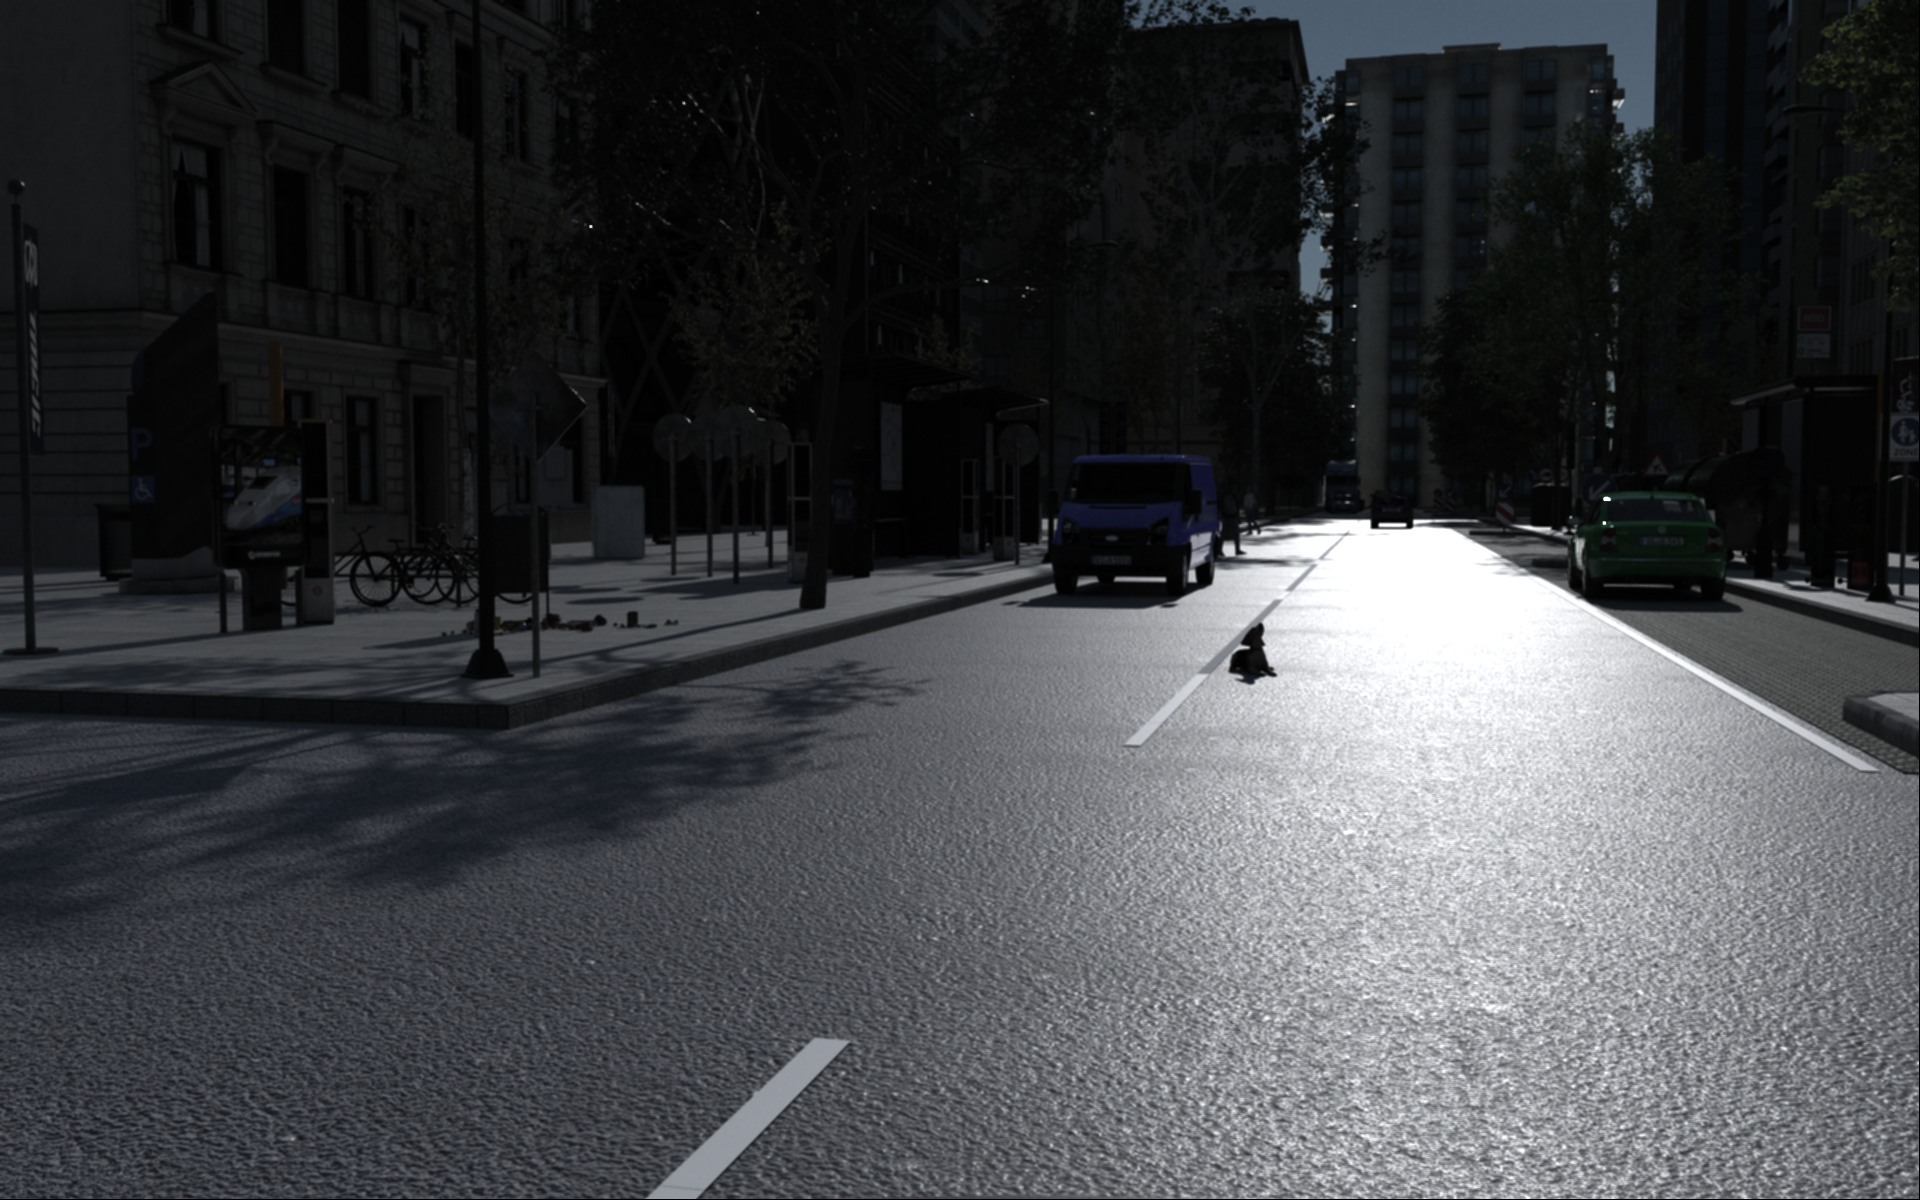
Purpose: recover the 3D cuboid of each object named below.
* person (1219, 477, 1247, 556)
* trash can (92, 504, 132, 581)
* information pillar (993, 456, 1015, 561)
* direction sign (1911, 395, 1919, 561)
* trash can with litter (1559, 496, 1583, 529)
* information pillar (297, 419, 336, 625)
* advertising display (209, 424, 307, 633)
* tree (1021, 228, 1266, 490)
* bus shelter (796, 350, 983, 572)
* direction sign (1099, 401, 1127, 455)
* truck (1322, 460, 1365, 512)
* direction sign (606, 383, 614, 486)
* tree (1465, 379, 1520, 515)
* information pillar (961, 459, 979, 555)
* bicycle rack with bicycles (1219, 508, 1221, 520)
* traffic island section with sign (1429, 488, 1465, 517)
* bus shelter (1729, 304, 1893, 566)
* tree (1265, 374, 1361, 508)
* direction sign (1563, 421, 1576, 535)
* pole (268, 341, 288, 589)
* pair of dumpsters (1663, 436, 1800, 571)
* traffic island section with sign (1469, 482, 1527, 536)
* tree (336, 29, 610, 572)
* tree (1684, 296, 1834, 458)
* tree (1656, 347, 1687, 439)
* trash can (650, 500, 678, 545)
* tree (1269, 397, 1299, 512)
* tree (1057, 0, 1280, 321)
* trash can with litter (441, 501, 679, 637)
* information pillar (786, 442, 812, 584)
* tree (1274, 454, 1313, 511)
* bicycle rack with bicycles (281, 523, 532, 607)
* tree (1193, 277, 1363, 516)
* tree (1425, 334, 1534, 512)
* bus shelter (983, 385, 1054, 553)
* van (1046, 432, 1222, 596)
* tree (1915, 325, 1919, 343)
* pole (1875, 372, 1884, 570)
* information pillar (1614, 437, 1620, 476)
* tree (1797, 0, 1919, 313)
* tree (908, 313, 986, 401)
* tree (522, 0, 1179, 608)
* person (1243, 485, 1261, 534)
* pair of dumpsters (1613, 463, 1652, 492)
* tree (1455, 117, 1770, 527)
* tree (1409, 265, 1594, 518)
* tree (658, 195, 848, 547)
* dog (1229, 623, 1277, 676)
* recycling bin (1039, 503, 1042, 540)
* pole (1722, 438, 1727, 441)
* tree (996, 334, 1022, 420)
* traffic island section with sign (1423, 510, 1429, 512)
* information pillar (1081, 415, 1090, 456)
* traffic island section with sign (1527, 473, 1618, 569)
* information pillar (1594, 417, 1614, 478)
[{"bbox_3d":[6.154,-1.900,39.552,0.713,1.824,0.794,-2,4,-26],"label":"person"},{"bbox_3d":[-12.444,-0.860,25.710,0.748,1.137,0.748,0,3,0],"label":"trash can"},{"bbox_3d":[0.846,-1.763,33.309,0.304,2.012,0.304,-3,5,-40],"label":"information pillar"},{"bbox_3d":[18.433,-2.511,33.054,0.379,3.537,0.876,-3,5,-39],"label":"direction sign"},{"bbox_3d":[22.949,-3.230,63.865,1.678,1.210,2.233,1,4,21],"label":"trash can with litter"},{"bbox_3d":[-6.339,-0.770,17.076,0.304,2.012,0.304,-1,4,-16],"label":"information pillar"},{"bbox_3d":[-6.599,-0.680,16.333,0.123,1.923,0.974,2,4,29],"label":"advertising display"},{"bbox_3d":[4.966,-5.920,47.154,4.737,8.622,4.395,0,3,0],"label":"tree"},{"bbox_3d":[-1.200,-2.465,31.584,1.731,3.624,6.357,1,4,14],"label":"bus shelter"},{"bbox_3d":[3.765,-3.101,42.695,0.379,3.537,0.876,-3,5,-42],"label":"direction sign"},{"bbox_3d":[31.824,-9.364,142.852,2.967,4.110,18.799,1,4,15],"label":"truck"},{"bbox_3d":[-7.200,-2.676,35.746,0.379,3.537,0.876,0,4,-4],"label":"direction sign"},{"bbox_3d":[31.943,-9.387,103.838,4.737,8.622,4.395,0,3,0],"label":"tree"},{"bbox_3d":[0.212,-1.964,36.605,0.304,2.012,0.304,1,4,18],"label":"information pillar"},{"bbox_3d":[11.820,-4.253,82.912,2.852,0.926,2.925,-1,4,-11],"label":"bicycle rack with bicycles"},{"bbox_3d":[30.833,-6.157,109.287,1.989,1.847,2.006,1,4,14],"label":"traffic island section with sign"},{"bbox_3d":[16.808,-3.483,34.579,2.179,5.291,8.768,1,4,14],"label":"bus shelter"},{"bbox_3d":[31.967,-14.855,159.893,9.611,12.733,9.660,0,3,0],"label":"tree"},{"bbox_3d":[19.150,-3.813,54.335,0.379,3.537,0.876,2,4,34],"label":"direction sign"},{"bbox_3d":[-9.160,-1.799,23.264,0.158,3.312,0.155,0,3,0],"label":"pole"},{"bbox_3d":[13.789,-1.750,31.104,1.574,2.255,4.437,1,4,14],"label":"pair of dumpsters"},{"bbox_3d":[18.677,-3.136,59.900,1.989,1.847,2.006,1,4,14],"label":"traffic island section with sign"},{"bbox_3d":[-7.898,-4.778,28.489,4.360,8.622,3.978,0,3,0],"label":"tree"},{"bbox_3d":[30.594,-7.040,65.474,4.737,8.622,4.395,0,3,0],"label":"tree"},{"bbox_3d":[32.235,-7.588,74.425,4.737,8.622,4.395,0,3,0],"label":"tree"},{"bbox_3d":[-7.543,-1.989,44.170,0.748,1.137,0.748,0,3,0],"label":"trash can"},{"bbox_3d":[22.060,-10.424,120.797,4.737,8.622,4.395,0,3,0],"label":"tree"},{"bbox_3d":[9.187,-12.667,62.994,12.611,20.169,13.585,0,3,0],"label":"tree"},{"bbox_3d":[-3.780,-0.332,16.486,2.233,1.210,1.678,-1,4,-16],"label":"trash can with litter"},{"bbox_3d":[-2.295,-1.242,24.794,0.304,2.012,0.304,-1,4,-19],"label":"information pillar"},{"bbox_3d":[25.254,-9.119,132.816,4.285,4.588,4.351,0,3,0],"label":"tree"},{"bbox_3d":[-6.279,-0.438,20.546,2.925,0.926,2.852,1,4,11],"label":"bicycle rack with bicycles"},{"bbox_3d":[18.326,-11.905,101.309,9.857,13.997,8.962,0,3,0],"label":"tree"},{"bbox_3d":[37.407,-12.467,121.964,7.486,12.596,7.792,0,3,0],"label":"tree"},{"bbox_3d":[0.787,-3.020,40.664,1.731,3.624,6.357,1,4,14],"label":"bus shelter"},{"bbox_3d":[2.745,-1.344,26.367,2.240,2.365,5.245,1,4,15],"label":"van"},{"bbox_3d":[29.141,-6.046,49.212,4.737,8.622,4.395,0,3,0],"label":"tree"},{"bbox_3d":[15.440,-2.154,29.062,0.158,3.312,0.155,0,3,0],"label":"pole"},{"bbox_3d":[27.085,-4.907,71.582,0.183,3.616,0.504,0,4,-6],"label":"information pillar"},{"bbox_3d":[11.130,-5.952,15.448,7.486,12.596,7.792,0,3,0],"label":"tree"},{"bbox_3d":[-0.412,-7.317,69.988,4.360,8.622,3.978,0,3,0],"label":"tree"},{"bbox_3d":[-1.349,-5.173,18.996,7.601,10.594,8.767,1,4,23],"label":"tree"},{"bbox_3d":[10.416,-3.196,61.434,0.598,1.740,0.731,2,4,33],"label":"person"},{"bbox_3d":[21.725,-3.244,55.526,1.574,2.255,4.437,1,4,14],"label":"pair of dumpsters"},{"bbox_3d":[17.672,-7.412,46.943,9.928,11.665,9.643,0,3,0],"label":"tree"},{"bbox_3d":[29.278,-11.465,94.106,9.857,13.997,8.962,0,3,0],"label":"tree"},{"bbox_3d":[-4.916,-5.609,42.072,4.360,8.622,3.978,0,3,0],"label":"tree"},{"bbox_3d":[2.421,0.379,13.993,0.550,0.427,0.748,2,4,33],"label":"dog"},{"bbox_3d":[1.876,-2.213,48.738,0.722,1.027,0.722,1,4,19],"label":"recycling bin"},{"bbox_3d":[27.697,-4.219,62.818,0.158,3.312,0.155,0,3,0],"label":"pole"},{"bbox_3d":[3.371,-7.855,78.791,4.737,8.622,4.395,0,3,0],"label":"tree"},{"bbox_3d":[37.337,-7.774,135.735,1.989,1.847,2.006,1,4,14],"label":"traffic island section with sign"},{"bbox_3d":[3.709,-3.671,51.374,0.183,3.616,0.504,-1,4,-21],"label":"information pillar"},{"bbox_3d":[12.233,-1.535,33.723,1.989,1.847,2.006,1,4,14],"label":"traffic island section with sign"},{"bbox_3d":[19.655,-3.777,53.104,0.504,3.616,0.183,-1,4,-10],"label":"information pillar"}]
